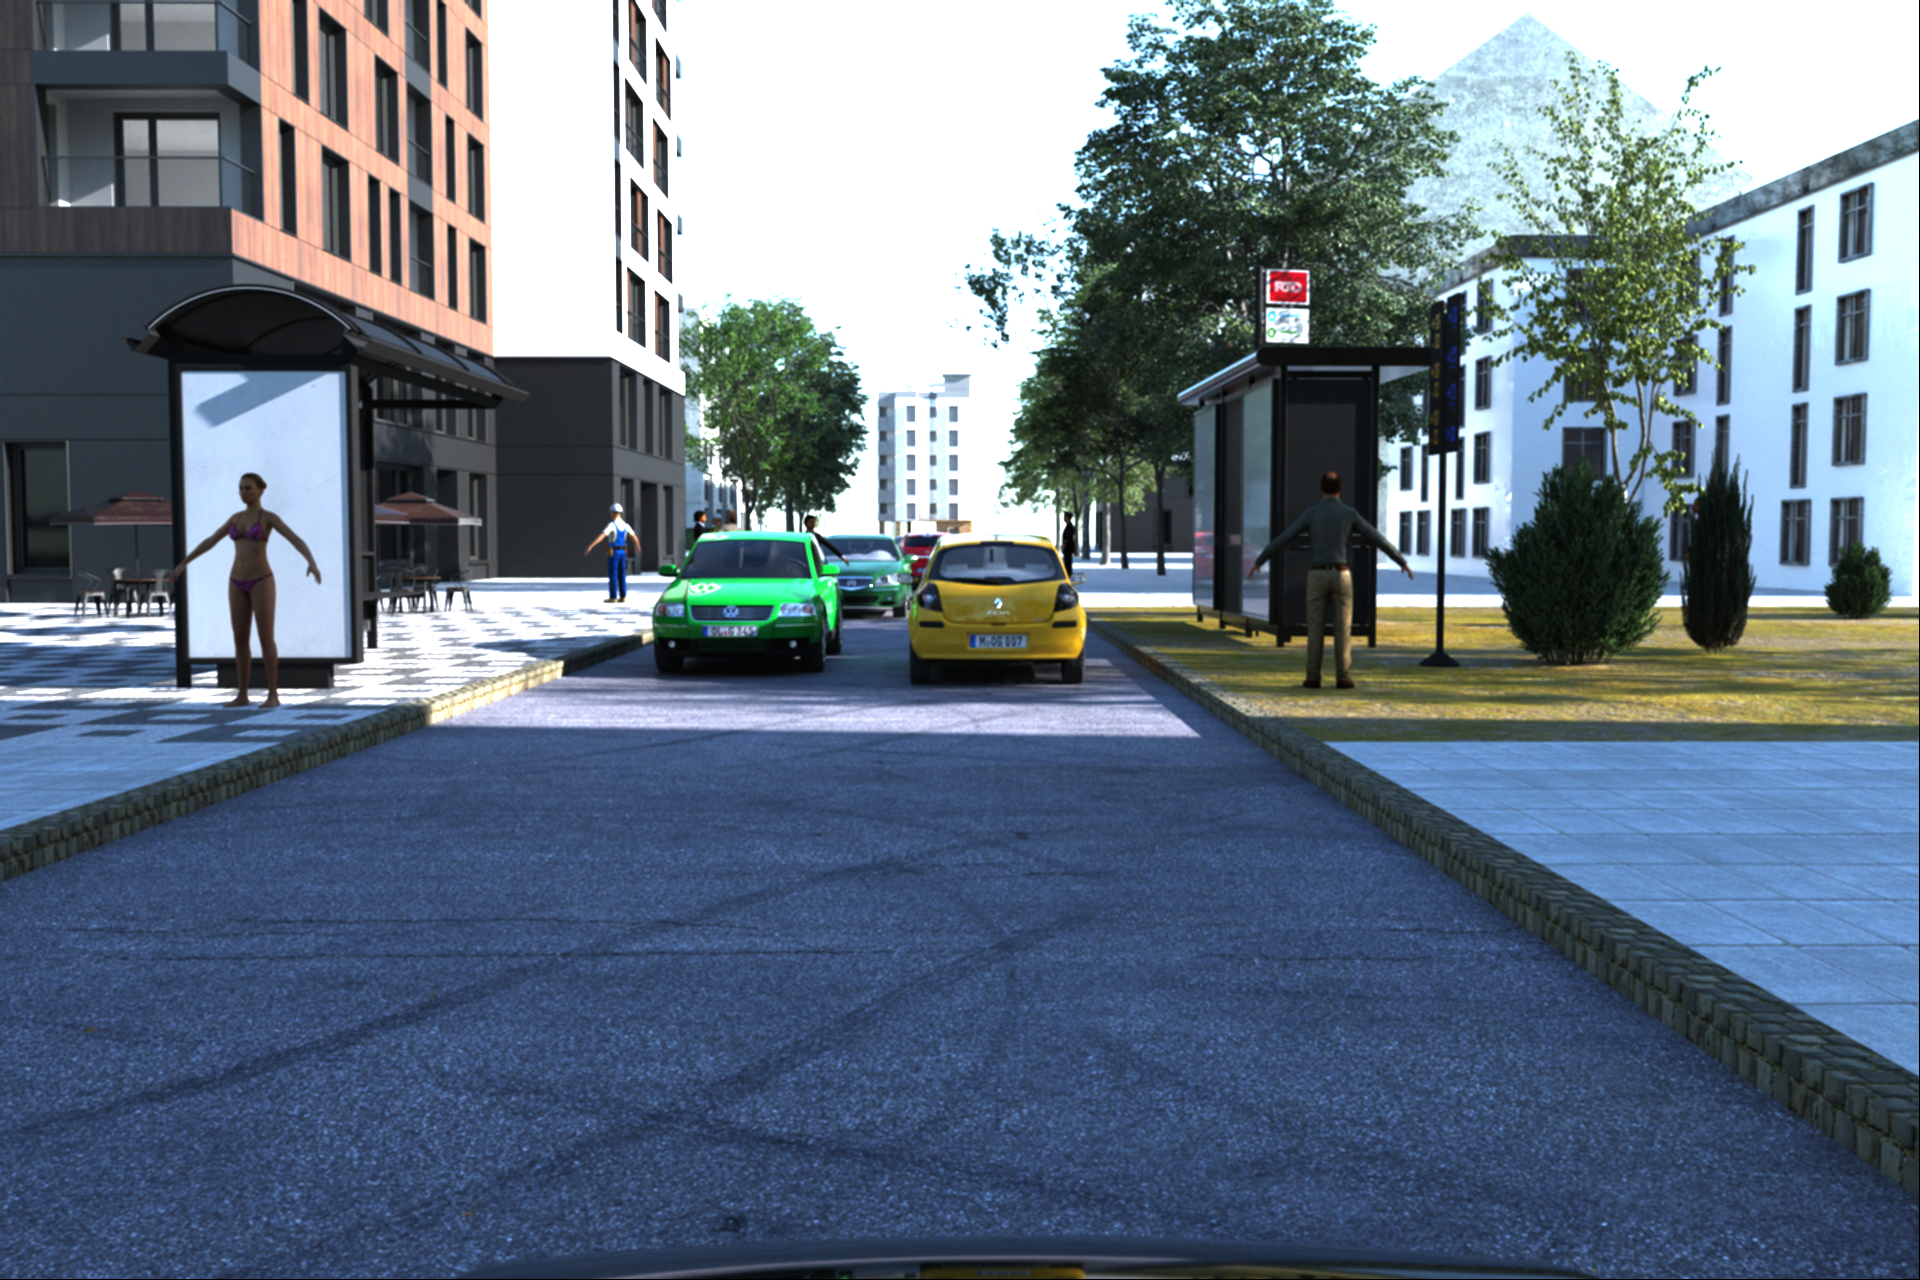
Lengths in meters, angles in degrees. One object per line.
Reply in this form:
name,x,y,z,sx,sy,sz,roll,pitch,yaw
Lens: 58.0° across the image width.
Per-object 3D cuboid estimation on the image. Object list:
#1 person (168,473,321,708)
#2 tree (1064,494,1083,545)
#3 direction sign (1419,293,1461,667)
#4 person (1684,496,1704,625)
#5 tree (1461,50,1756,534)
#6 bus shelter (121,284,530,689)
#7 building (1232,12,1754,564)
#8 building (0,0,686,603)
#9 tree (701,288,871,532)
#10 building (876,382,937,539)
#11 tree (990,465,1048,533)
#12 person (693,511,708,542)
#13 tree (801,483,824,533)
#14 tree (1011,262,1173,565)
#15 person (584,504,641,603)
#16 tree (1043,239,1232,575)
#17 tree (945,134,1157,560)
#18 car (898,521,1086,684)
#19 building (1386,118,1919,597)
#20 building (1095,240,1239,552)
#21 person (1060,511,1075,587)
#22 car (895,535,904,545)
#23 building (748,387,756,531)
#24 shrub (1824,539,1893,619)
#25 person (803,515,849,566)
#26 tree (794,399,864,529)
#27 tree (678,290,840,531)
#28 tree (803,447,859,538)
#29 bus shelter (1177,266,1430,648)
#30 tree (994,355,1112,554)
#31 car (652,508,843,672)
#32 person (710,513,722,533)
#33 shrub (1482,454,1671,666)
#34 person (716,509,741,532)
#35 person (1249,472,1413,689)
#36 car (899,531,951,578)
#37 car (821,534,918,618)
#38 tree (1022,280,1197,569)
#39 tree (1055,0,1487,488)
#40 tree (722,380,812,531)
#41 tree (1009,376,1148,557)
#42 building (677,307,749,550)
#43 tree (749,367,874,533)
person,-5.264,-0.366,12.789,1.217,1.733,0.721,1,4,10
tree,14.108,-15.586,205.188,4.737,8.622,4.395,0,3,0
direction sign,4.673,-1.515,16.772,0.379,3.537,0.876,0,4,-1
person,10.233,-1.087,23.991,0.704,1.802,1.346,1,4,16
tree,9.944,-4.633,26.113,4.737,8.622,4.395,0,3,0
bus shelter,-5.808,-1.400,16.819,2.014,3.302,5.546,0,4,-1
building,23.894,-15.395,82.634,19.493,23.208,18.063,0,3,0
building,-23.966,-12.450,47.533,27.936,21.610,32.646,0,4,-1
tree,-8.769,-11.197,89.728,9.857,13.997,8.962,0,3,0
building,-9.691,-21.383,208.488,11.380,20.090,16.016,0,4,6
tree,7.092,-16.625,206.236,7.601,10.594,8.767,0,4,2
person,-5.023,-1.675,34.108,0.721,1.740,1.216,-1,4,-19
tree,-9.435,-10.195,117.052,4.360,8.622,3.978,0,3,0
tree,6.021,-9.440,72.477,7.486,12.596,7.792,0,3,0
person,-6.425,-1.618,32.309,0.705,1.847,1.347,3,4,36
tree,5.945,-7.277,53.394,7.601,10.594,8.767,-2,4,-28
tree,5.648,-13.997,84.741,12.611,20.169,13.585,0,3,0
car,0.342,-0.476,18.013,2.015,1.641,3.980,0,4,0
building,20.022,-6.531,48.923,9.099,9.664,28.070,0,4,0
building,24.455,-17.901,136.653,27.936,21.610,32.646,0,4,0
person,2.558,-2.171,41.430,0.705,1.837,1.347,0,4,7
car,-2.584,-4.614,87.797,2.083,1.381,4.827,0,4,0
building,-27.076,-19.484,174.975,16.016,20.090,11.380,0,4,-1
shrub,13.618,-0.925,26.245,1.383,1.207,1.383,0,3,0
person,-2.330,-1.118,27.458,1.216,1.740,0.721,-2,4,-27
tree,-17.496,-21.629,209.524,12.611,20.169,13.585,0,3,0
tree,-8.879,-9.013,73.114,9.928,11.665,9.643,0,3,0
tree,-8.796,-9.812,110.795,4.360,8.622,3.978,0,3,0
bus shelter,4.285,-2.817,23.695,2.179,5.291,8.768,0,4,-1
tree,5.965,-11.685,109.178,7.486,12.596,7.792,0,3,0
car,-2.294,-0.649,19.407,1.959,1.807,4.718,0,4,-1
person,-5.761,-2.076,40.404,0.721,1.772,1.216,-2,4,-30
shrub,6.103,-0.801,17.143,1.661,2.075,1.752,0,3,0
person,-4.842,-1.870,36.697,0.705,1.813,1.348,3,5,41
person,3.083,-0.499,14.437,1.348,1.796,0.705,1,4,12
car,-0.843,-2.262,46.017,2.155,1.783,4.494,0,4,0
car,-1.814,-1.188,31.217,2.131,1.459,4.920,0,4,0
tree,5.796,-7.932,64.108,7.601,10.594,8.767,0,4,4
tree,7.089,-8.132,39.619,9.857,13.997,8.962,0,3,0
tree,-9.142,-7.997,81.116,4.737,8.622,4.395,0,3,0
tree,6.759,-10.525,97.845,9.928,11.665,9.643,0,3,0
building,-28.656,-17.389,150.766,16.747,18.905,31.486,0,4,0
tree,-9.293,-10.819,102.650,9.928,11.665,9.643,0,3,0
